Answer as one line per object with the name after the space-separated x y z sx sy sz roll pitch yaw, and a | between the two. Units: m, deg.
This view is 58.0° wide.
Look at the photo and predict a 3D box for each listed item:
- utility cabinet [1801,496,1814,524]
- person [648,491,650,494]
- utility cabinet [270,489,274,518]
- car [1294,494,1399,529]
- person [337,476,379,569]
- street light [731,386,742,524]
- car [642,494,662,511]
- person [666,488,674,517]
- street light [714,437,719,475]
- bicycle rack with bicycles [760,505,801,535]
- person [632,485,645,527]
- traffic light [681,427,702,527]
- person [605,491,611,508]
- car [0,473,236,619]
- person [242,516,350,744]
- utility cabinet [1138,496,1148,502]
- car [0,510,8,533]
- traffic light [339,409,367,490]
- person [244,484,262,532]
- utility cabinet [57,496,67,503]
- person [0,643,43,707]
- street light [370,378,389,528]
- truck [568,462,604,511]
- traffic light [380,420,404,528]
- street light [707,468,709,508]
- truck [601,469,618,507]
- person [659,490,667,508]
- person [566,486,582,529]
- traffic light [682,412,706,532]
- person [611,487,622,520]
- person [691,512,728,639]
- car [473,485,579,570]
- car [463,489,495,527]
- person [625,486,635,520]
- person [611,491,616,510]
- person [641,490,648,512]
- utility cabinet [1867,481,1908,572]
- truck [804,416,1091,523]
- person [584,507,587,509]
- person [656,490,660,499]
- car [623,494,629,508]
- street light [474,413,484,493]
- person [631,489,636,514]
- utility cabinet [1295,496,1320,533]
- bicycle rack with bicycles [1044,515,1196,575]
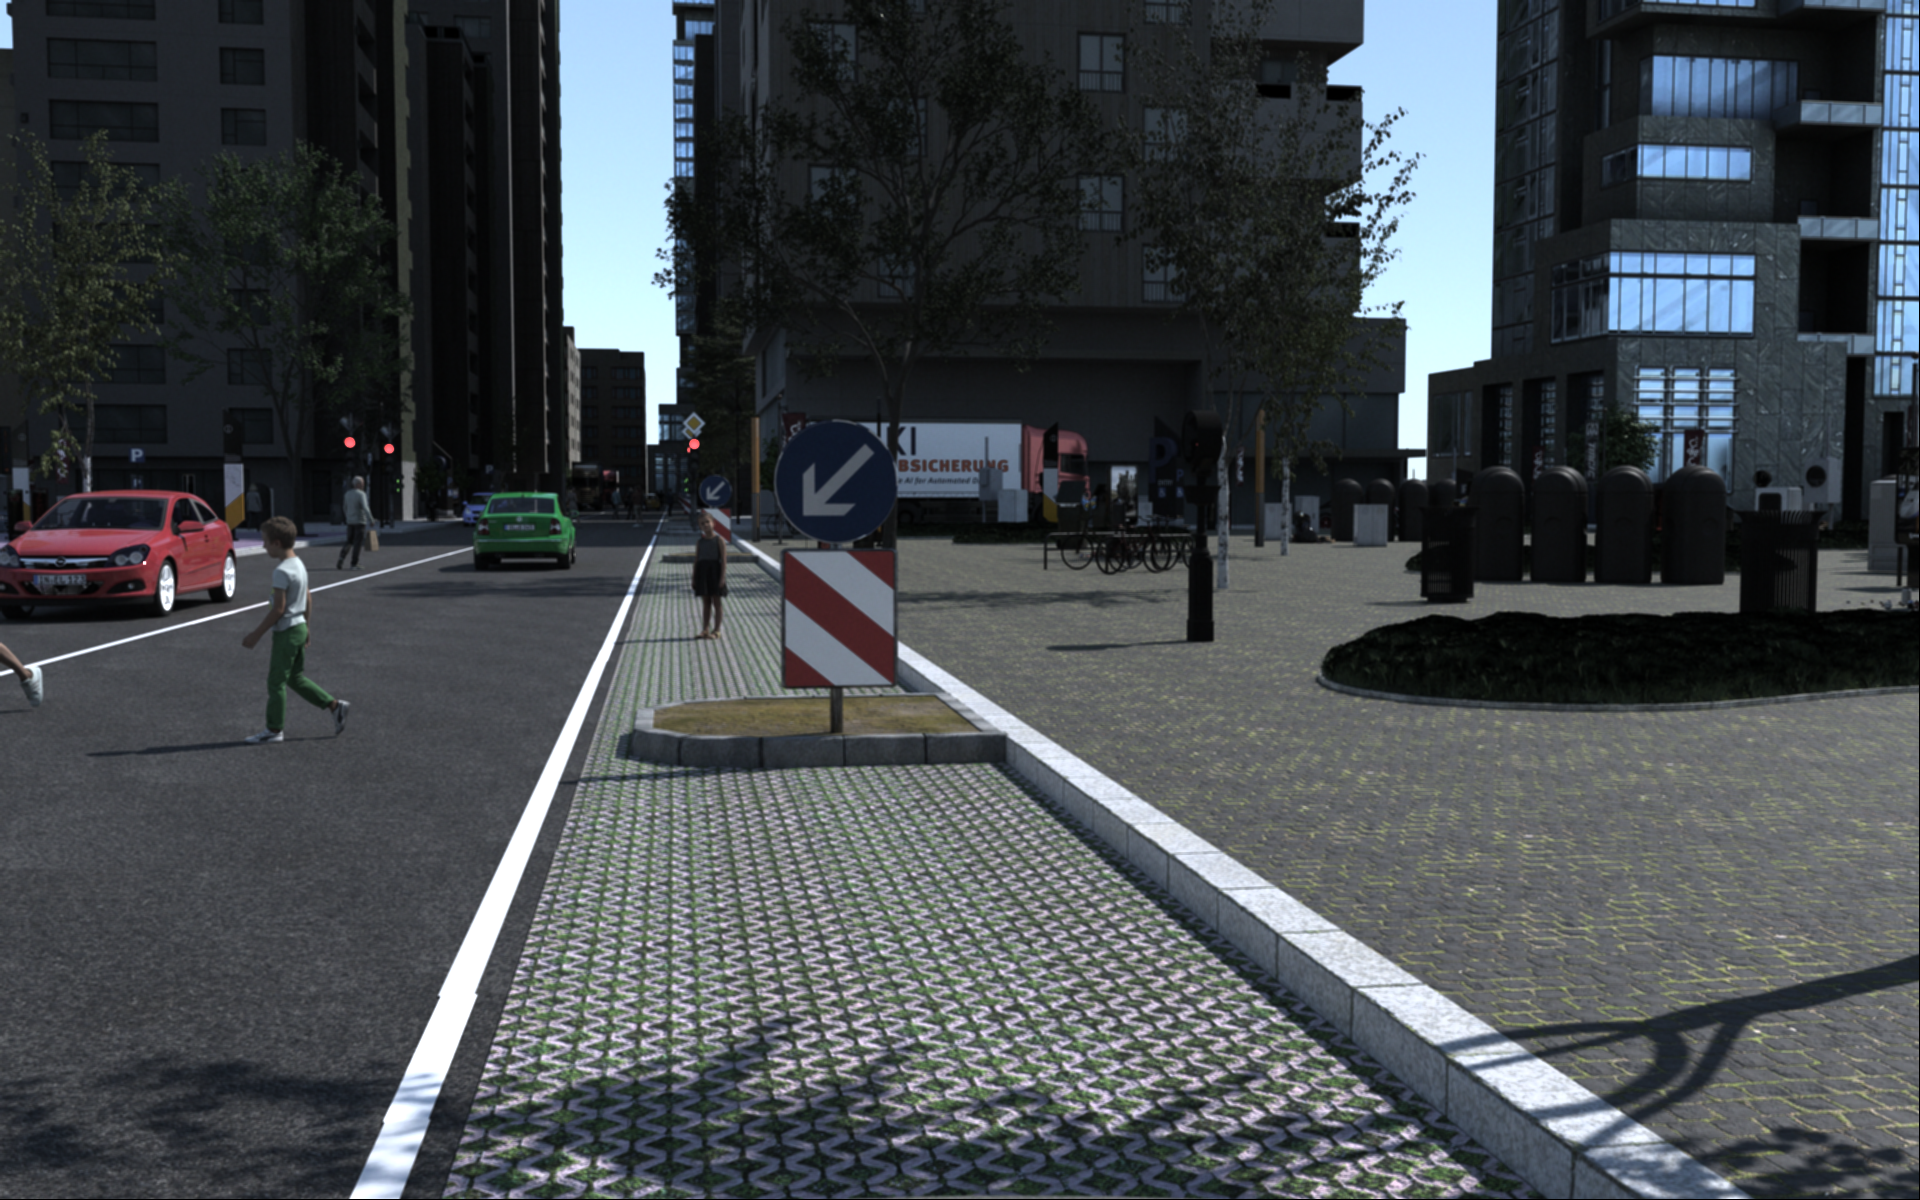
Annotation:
25.995 -2.610 53.838 0.306 1.237 1.020 -2 4 -31 | utility cabinet
-38.746 -12.678 215.918 0.705 1.807 1.348 -2 4 -29 | person
-28.075 -3.704 69.236 0.318 1.500 1.173 3 5 42 | utility cabinet
15.137 -3.529 67.486 4.222 1.686 2.009 -1 4 -8 | car
-11.449 -1.465 32.941 0.782 1.767 0.515 2 4 27 | person
-9.472 -6.176 73.769 0.468 5.910 1.993 -1 4 -9 | street light
-27.001 -8.598 150.798 2.015 1.641 3.980 0 4 -8 | car
-18.348 -6.168 109.532 0.419 1.800 0.721 1 4 17 | person
-15.014 -8.246 107.603 0.468 5.910 1.993 -1 4 -9 | street light
-5.106 -2.625 56.295 2.925 0.926 2.852 -3 5 -44 | bicycle rack with bicycles
-14.156 -4.144 76.227 0.573 1.828 0.580 0 4 -3 | person
-10.387 -4.776 67.008 0.839 4.253 0.868 -1 4 -9 | traffic light
-36.555 -10.462 180.005 0.683 1.767 0.568 0 4 1 | person
-10.331 -0.755 21.379 2.155 1.783 4.494 -1 4 -9 | car
-3.848 0.166 10.035 0.590 1.304 0.306 -2 4 -27 | person
6.754 -3.094 61.756 1.020 1.237 0.306 2 4 32 | utility cabinet
-34.253 -2.849 58.589 4.499 1.417 2.014 -1 4 -11 | car
-20.092 -4.182 57.297 0.839 4.253 0.868 -1 4 -9 | traffic light
-24.774 -3.173 60.560 0.709 1.800 0.728 1 4 9 | person
-26.090 -2.441 51.077 1.020 1.237 0.306 1 4 15 | utility cabinet
-6.374 -0.119 11.188 0.466 1.731 0.760 2 4 31 | person
-21.872 -5.661 65.345 0.468 5.910 1.993 -1 4 -9 | street light
-33.008 -10.063 153.447 2.839 4.237 11.283 -1 4 -10 | truck
-21.397 -4.664 65.175 0.839 4.253 0.868 -1 4 -9 | traffic light
-20.560 -10.297 141.141 0.468 5.910 1.993 -1 4 -9 | street light
-39.549 -12.524 193.682 2.839 4.237 11.283 -1 4 -10 | truck
-30.464 -10.298 176.500 1.348 1.869 0.705 0 4 6 | person
-15.974 -3.845 71.704 0.599 1.781 0.374 1 4 18 | person
-9.082 -4.294 59.130 0.839 4.253 0.868 -1 4 -9 | traffic light
-19.317 -5.424 97.037 0.748 1.841 0.638 -3 5 -44 | person
-2.462 -0.235 17.018 0.362 1.253 0.373 2 4 27 | person
-8.550 -1.554 34.207 1.959 1.807 4.718 -1 4 -10 | car
-21.071 -4.125 77.038 1.945 1.707 3.694 -1 4 -8 | car
-18.251 -5.393 96.036 0.648 1.900 0.474 3 5 42 | person
-31.579 -9.085 157.777 0.721 1.736 1.217 0 4 7 | person
-25.535 -8.022 140.063 0.834 1.777 0.661 0 4 4 | person
15.424 -1.189 28.124 0.318 1.500 1.173 -3 4 -38 | utility cabinet
-0.153 -4.626 64.546 11.283 4.237 2.839 -1 4 -11 | truck
-36.861 -9.843 169.874 0.683 1.767 0.568 2 4 33 | person
-29.737 -9.876 170.074 0.705 1.812 1.348 -2 4 -29 | person
-33.510 -10.254 177.438 2.009 1.686 4.222 -1 4 -11 | car
-27.609 -7.749 99.490 0.468 5.910 1.993 -1 4 -9 | street light
-22.867 -6.886 121.434 0.599 1.781 0.374 2 4 34 | person
11.590 -2.853 57.809 1.020 1.237 0.306 -3 5 -43 | utility cabinet
2.861 -0.956 29.012 2.925 0.926 2.852 -2 4 -30 | bicycle rack with bicycles
